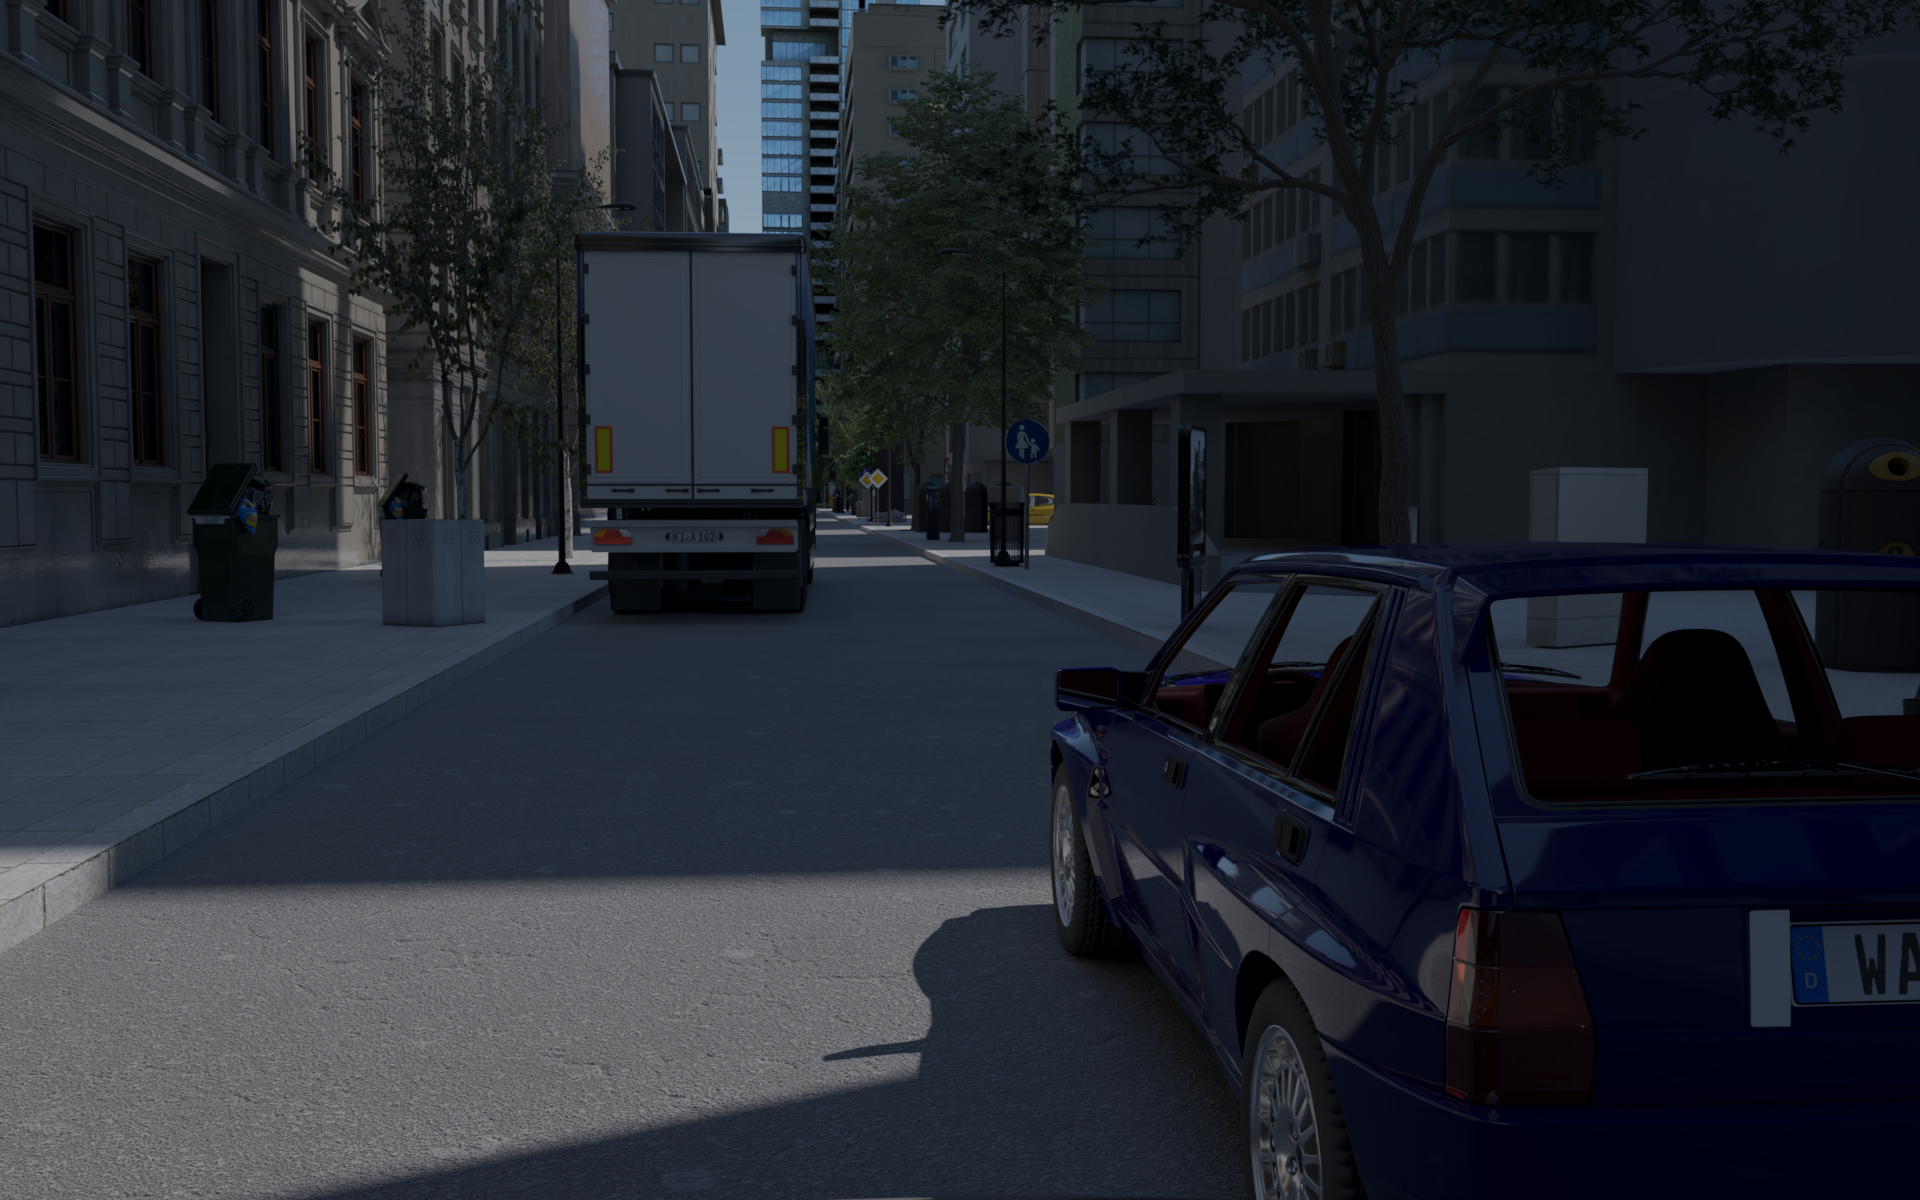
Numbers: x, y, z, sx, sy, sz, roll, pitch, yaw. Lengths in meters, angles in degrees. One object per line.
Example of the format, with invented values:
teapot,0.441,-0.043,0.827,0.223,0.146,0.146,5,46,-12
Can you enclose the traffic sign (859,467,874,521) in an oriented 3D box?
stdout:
traffic sign,-4.419,-5.041,82.527,0.768,2.556,0.104,0,4,3

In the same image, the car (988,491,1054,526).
car,2.661,-3.884,73.724,3.980,1.641,2.015,0,4,-5

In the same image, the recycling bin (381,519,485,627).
recycling bin,-5.196,-0.278,17.094,0.722,1.027,0.722,2,4,26

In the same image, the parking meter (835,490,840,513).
parking meter,-8.207,-6.577,115.947,0.372,1.533,0.369,0,3,0

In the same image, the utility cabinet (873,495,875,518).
utility cabinet,-4.232,-4.573,85.923,0.306,1.237,1.020,-1,4,-14

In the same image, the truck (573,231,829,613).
truck,-3.270,-2.156,24.171,2.839,4.237,11.283,0,4,-4

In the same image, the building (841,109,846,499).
building,-5.907,-30.843,187.881,14.154,41.232,14.086,0,4,-6

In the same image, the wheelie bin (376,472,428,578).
wheelie bin,-8.105,-1.059,25.219,0.693,1.594,0.980,-2,4,-27

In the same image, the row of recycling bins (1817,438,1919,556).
row of recycling bins,7.783,-0.293,11.899,3.534,1.692,1.069,3,5,41

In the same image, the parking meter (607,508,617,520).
parking meter,-10.009,-2.546,50.033,0.372,1.533,0.369,0,3,0

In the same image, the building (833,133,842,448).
building,-3.897,-36.122,210.206,23.786,49.044,30.456,0,4,-6

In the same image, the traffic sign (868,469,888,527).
traffic sign,-3.227,-3.943,68.103,0.795,2.450,0.064,0,4,-6

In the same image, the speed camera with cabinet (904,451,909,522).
speed camera with cabinet,-3.029,-5.249,80.150,0.660,3.252,2.038,-2,4,-26

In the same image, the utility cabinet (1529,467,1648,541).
utility cabinet,5.312,-0.367,14.680,1.173,1.500,0.318,-2,4,-33

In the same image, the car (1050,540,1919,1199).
car,1.272,0.506,4.306,1.945,1.354,3.894,0,4,-5

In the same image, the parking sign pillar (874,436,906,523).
parking sign pillar,-3.173,-5.477,78.027,1.447,3.967,1.447,0,4,-1

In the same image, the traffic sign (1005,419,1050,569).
traffic sign,1.142,-1.799,29.517,0.768,2.556,0.104,0,4,-3

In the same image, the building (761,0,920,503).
building,-16.305,-57.051,245.447,31.000,86.520,22.319,0,4,-6

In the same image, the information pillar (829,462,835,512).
information pillar,-9.194,-8.158,124.737,0.504,3.616,0.183,1,4,21

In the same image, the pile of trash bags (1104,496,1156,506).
pile of trash bags,4.919,-2.076,43.689,3.447,1.369,1.912,1,4,11

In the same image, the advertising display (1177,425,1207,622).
advertising display,2.222,-0.695,16.583,0.123,1.923,0.974,1,4,17

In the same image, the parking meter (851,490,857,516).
parking meter,-6.296,-5.790,103.084,0.372,1.533,0.369,0,3,0

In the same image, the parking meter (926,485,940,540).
parking meter,-0.752,-2.446,48.398,0.372,1.533,0.369,0,3,0

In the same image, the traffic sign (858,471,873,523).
traffic sign,-4.065,-4.428,76.044,0.795,2.450,0.064,0,4,-6

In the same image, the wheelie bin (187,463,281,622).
wheelie bin,-7.370,-0.593,17.607,0.980,1.594,0.693,2,4,28

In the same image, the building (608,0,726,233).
building,-38.358,-35.862,175.580,28.713,52.752,27.495,0,4,-6

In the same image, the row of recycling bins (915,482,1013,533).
row of recycling bins,0.170,-3.098,57.759,3.534,1.692,1.069,1,4,19

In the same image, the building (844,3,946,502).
building,-0.214,-33.411,169.972,21.300,48.544,21.600,0,4,-6

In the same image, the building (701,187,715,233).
building,-29.293,-23.498,155.897,14.160,30.474,14.107,0,4,-6

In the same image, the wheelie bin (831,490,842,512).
wheelie bin,-8.588,-6.969,121.858,0.980,1.594,0.693,1,4,12

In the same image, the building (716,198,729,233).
building,-39.065,-34.084,240.859,14.086,41.232,14.154,0,4,-6

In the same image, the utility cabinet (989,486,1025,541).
utility cabinet,1.301,-2.351,47.112,0.318,1.500,1.173,-3,5,-44

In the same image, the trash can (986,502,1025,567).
trash can,0.835,-1.169,30.767,0.748,1.137,0.748,0,3,0
